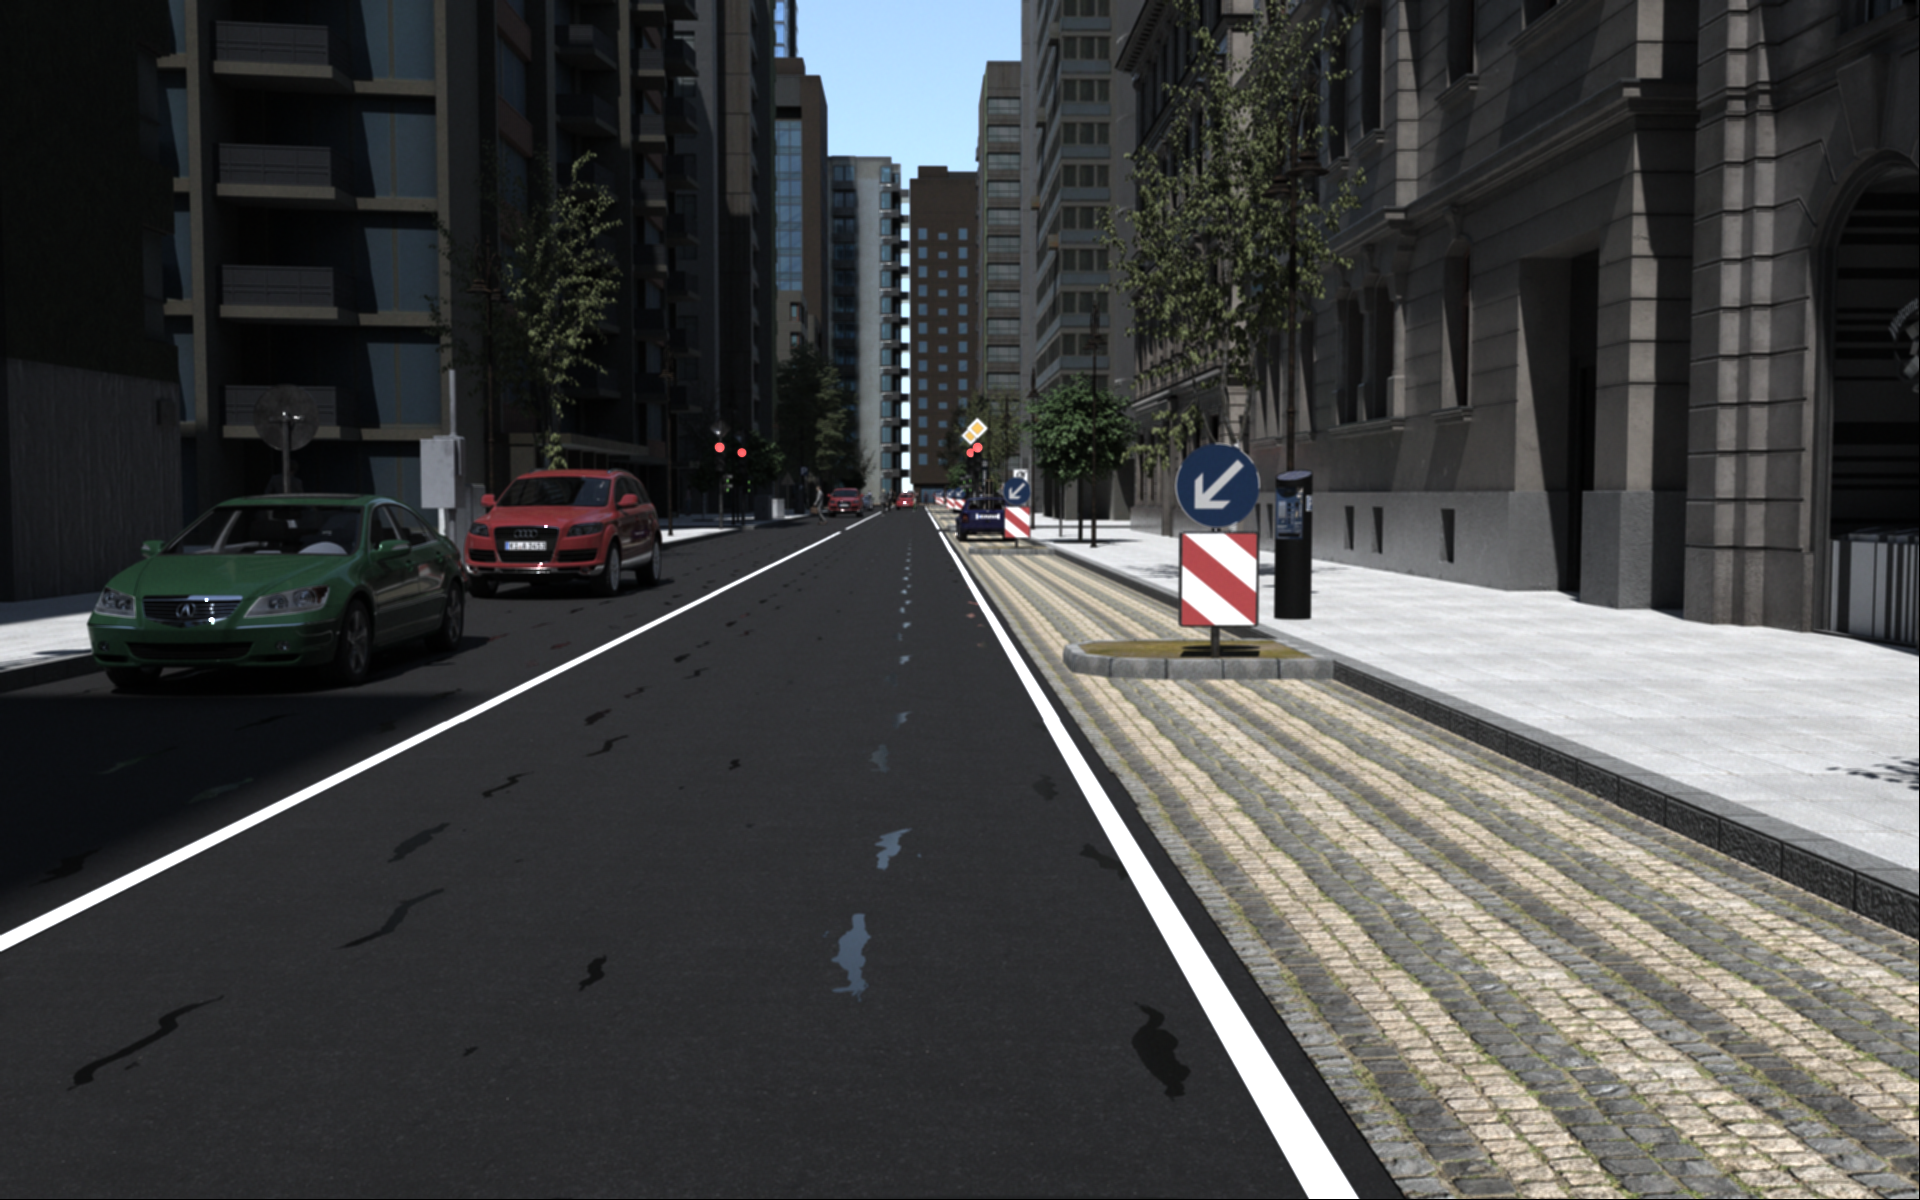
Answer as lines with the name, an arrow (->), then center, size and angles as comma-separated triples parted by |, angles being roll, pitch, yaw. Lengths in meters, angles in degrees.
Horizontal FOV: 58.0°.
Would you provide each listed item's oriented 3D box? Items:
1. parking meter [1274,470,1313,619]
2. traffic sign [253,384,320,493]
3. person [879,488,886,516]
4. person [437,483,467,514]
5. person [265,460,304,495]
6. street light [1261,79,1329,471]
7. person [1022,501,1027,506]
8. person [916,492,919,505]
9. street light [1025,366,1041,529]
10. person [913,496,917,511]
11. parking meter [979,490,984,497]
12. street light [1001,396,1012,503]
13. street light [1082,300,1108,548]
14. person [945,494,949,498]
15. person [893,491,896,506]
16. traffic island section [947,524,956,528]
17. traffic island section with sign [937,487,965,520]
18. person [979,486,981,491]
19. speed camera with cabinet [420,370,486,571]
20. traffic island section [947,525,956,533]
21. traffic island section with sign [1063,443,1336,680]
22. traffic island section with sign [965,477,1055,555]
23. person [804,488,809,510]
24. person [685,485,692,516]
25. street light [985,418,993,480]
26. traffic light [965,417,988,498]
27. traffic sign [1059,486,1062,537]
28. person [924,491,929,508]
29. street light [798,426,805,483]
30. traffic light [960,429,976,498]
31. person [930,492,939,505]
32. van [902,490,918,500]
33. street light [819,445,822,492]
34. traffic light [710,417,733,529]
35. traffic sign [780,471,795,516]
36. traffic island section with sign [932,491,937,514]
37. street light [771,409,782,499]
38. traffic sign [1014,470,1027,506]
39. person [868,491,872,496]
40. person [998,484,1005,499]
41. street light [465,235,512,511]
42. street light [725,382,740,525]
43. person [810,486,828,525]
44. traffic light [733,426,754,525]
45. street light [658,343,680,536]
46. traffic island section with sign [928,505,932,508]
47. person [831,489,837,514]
parking meter -> 3.435, -0.577, 17.844 | 0.372, 1.533, 0.369 | 0, 3, 0
traffic sign -> -7.817, -1.224, 20.111 | 0.768, 2.556, 0.104 | 0, 4, 1
person -> -5.039, -6.343, 112.393 | 0.537, 1.800, 0.526 | -2, 4, -30
person -> -9.665, -1.657, 33.411 | 0.678, 1.792, 0.850 | -2, 4, -35
person -> -11.160, -1.389, 28.558 | 0.655, 1.846, 0.447 | -2, 4, -25
street light -> 3.808, -2.880, 19.877 | 0.468, 5.910, 1.993 | 0, 4, -1
person -> 4.106, -6.132, 110.586 | 0.425, 1.301, 0.394 | 1, 4, 11
person -> -5.562, -12.915, 220.470 | 0.742, 1.727, 0.445 | -3, 5, -40
street light -> 2.650, -5.504, 62.779 | 0.468, 5.910, 1.993 | 0, 4, -1
person -> -3.710, -7.973, 143.112 | 0.306, 1.304, 0.590 | 3, 4, 39
parking meter -> 1.321, -6.199, 109.763 | 0.372, 1.533, 0.369 | 0, 3, 0
street light -> 2.196, -6.645, 81.427 | 0.468, 5.910, 1.993 | 0, 4, -1
street light -> 3.215, -4.200, 41.464 | 0.468, 5.910, 1.993 | 0, 4, -1
person -> -1.621, -13.277, 223.794 | 0.551, 1.740, 0.621 | 0, 4, -3
person -> -8.131, -12.661, 215.598 | 0.705, 1.812, 1.348 | 0, 4, 3
traffic island section -> 0.463, -3.026, 71.751 | 2.009, 0.180, 2.903 | 0, 4, -1
traffic island section with sign -> -0.130, -5.365, 96.342 | 1.989, 1.847, 2.006 | 0, 4, -1
person -> 1.254, -6.598, 114.139 | 0.641, 1.798, 0.478 | 3, 4, 37
speed camera with cabinet -> -8.298, -2.082, 28.369 | 0.660, 3.252, 2.038 | 0, 4, -2
traffic island section -> 0.658, -2.537, 63.768 | 2.009, 0.180, 2.903 | 0, 4, -1
traffic island section with sign -> 1.877, -0.342, 14.226 | 1.989, 1.847, 2.006 | 0, 4, -1
traffic island section with sign -> 1.207, -2.001, 41.343 | 1.989, 1.847, 2.006 | 0, 4, -1
person -> -12.547, -8.218, 140.806 | 0.834, 1.777, 0.661 | -1, 4, -14
person -> -16.057, -5.898, 102.493 | 0.388, 1.821, 0.555 | 0, 4, 2
street light -> 1.723, -7.948, 102.744 | 0.468, 5.910, 1.993 | 0, 4, -1
traffic light -> 0.618, -4.571, 63.653 | 0.839, 4.253, 0.868 | 0, 4, -1
traffic sign -> 3.009, -3.154, 51.672 | 0.768, 2.556, 0.104 | 0, 4, 0
person -> -3.419, -10.006, 173.014 | 0.530, 1.710, 0.541 | -3, 5, -41
street light -> -10.465, -8.697, 114.976 | 0.468, 5.910, 1.993 | 0, 4, -1
traffic light -> 0.423, -5.059, 71.636 | 0.839, 4.253, 0.868 | 0, 4, -1
person -> -3.110, -12.570, 214.740 | 1.217, 1.743, 0.721 | -1, 4, -12
van -> -5.420, -10.793, 183.484 | 2.013, 2.044, 4.112 | 0, 4, -2
street light -> -10.945, -10.004, 136.359 | 0.468, 5.910, 1.993 | 0, 4, -1
traffic light -> -8.740, -4.556, 63.409 | 0.839, 4.253, 0.868 | 0, 4, -1
traffic sign -> -9.884, -6.076, 99.354 | 0.884, 2.594, 0.081 | 0, 4, 8
traffic island section with sign -> -0.788, -7.013, 123.289 | 1.989, 1.847, 2.006 | 0, 4, -1
street light -> -9.856, -7.349, 92.942 | 0.468, 5.910, 1.993 | 0, 4, -1
traffic sign -> 2.518, -4.271, 71.952 | 0.606, 2.300, 0.079 | 0, 4, 6
person -> -11.501, -12.952, 220.140 | 0.709, 1.838, 0.599 | -1, 4, -9
person -> 2.256, -5.249, 92.049 | 0.473, 1.802, 0.592 | 3, 5, 42
street light -> -8.435, -3.569, 31.136 | 0.468, 5.910, 1.993 | 0, 4, -1
street light -> -9.389, -6.045, 71.625 | 0.468, 5.910, 1.993 | 0, 4, -1
person -> -6.597, -4.440, 81.221 | 0.853, 1.813, 0.709 | 0, 4, 2
traffic light -> -8.935, -5.044, 71.392 | 0.839, 4.253, 0.868 | 0, 4, -1
street light -> -8.922, -4.919, 53.211 | 0.468, 5.910, 1.993 | 0, 4, -1
traffic island section with sign -> -2.014, -10.082, 173.475 | 1.989, 1.847, 2.006 | 0, 4, -1
person -> -9.059, -7.163, 125.631 | 0.660, 1.820, 0.620 | -2, 4, -32
